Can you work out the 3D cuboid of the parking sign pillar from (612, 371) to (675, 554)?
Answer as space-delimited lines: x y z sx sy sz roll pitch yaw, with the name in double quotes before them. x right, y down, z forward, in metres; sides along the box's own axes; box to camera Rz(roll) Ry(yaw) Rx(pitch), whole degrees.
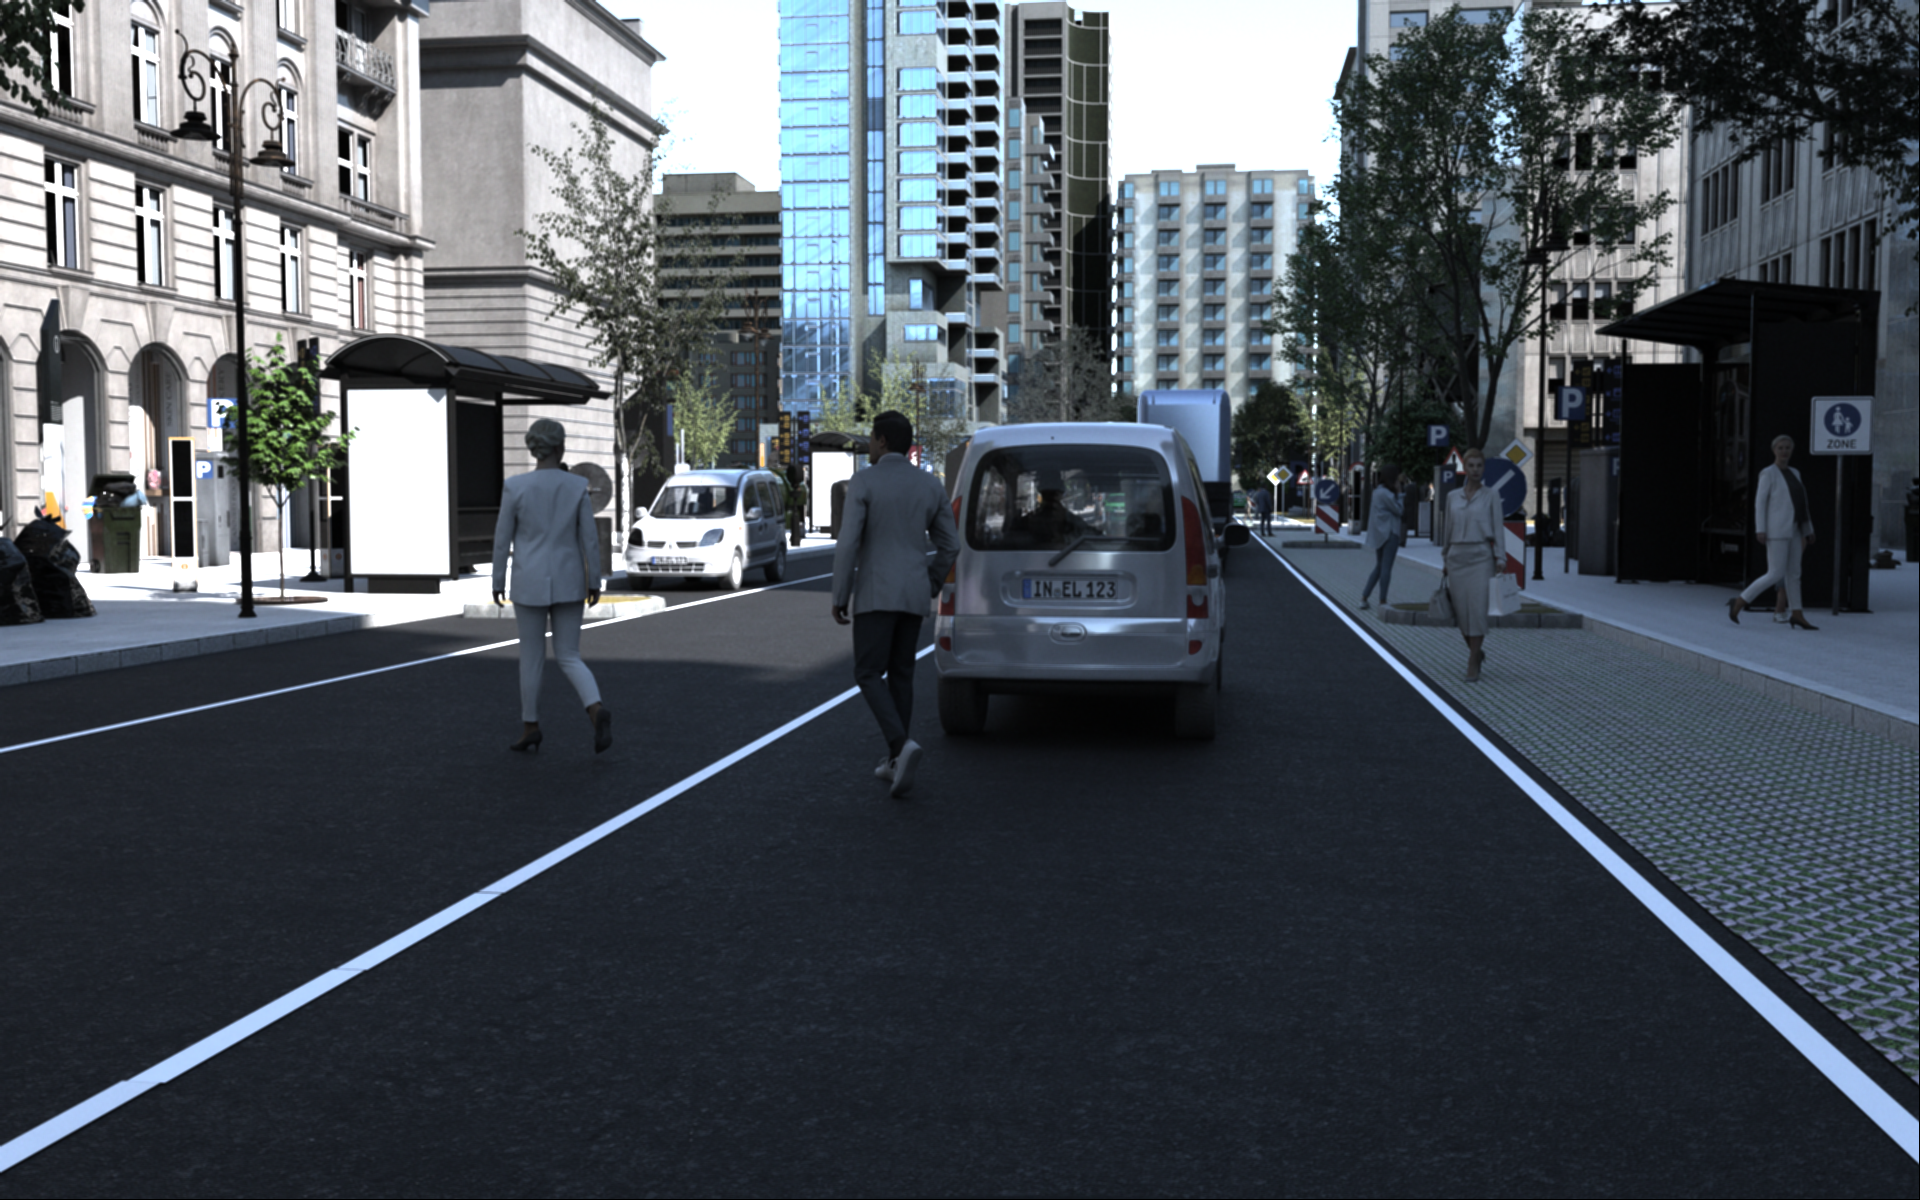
"parking sign pillar" -6.852 -3.008 37.660 1.447 3.967 1.447 2 4 26

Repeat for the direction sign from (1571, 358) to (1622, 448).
"direction sign" 10.740 -2.277 29.220 0.876 3.537 0.379 3 5 42

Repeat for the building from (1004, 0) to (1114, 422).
"building" 11.701 -49.974 255.320 20.611 71.187 20.563 1 4 8

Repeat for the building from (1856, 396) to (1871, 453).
"building" 59.821 -17.569 84.515 25.104 27.353 12.463 1 4 8

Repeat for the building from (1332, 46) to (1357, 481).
"building" 58.138 -37.305 199.178 28.713 52.752 27.495 1 4 8

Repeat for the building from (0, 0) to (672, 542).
"building" -23.116 -13.175 57.211 24.055 21.916 13.314 1 4 8

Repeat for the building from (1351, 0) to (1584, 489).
"building" 49.817 -38.505 171.553 21.231 58.520 28.212 1 4 8

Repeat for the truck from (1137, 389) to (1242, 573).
"truck" 4.819 -3.004 38.881 2.967 4.110 18.799 1 4 9

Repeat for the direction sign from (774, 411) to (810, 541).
"direction sign" -4.526 -3.387 47.381 0.876 3.537 0.379 1 4 12

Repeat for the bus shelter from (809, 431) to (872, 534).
"bus shelter" -3.758 -3.924 58.078 2.014 3.302 5.546 1 4 8

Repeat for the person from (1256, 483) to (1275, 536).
"person" 10.268 -3.031 58.241 0.419 1.800 0.721 -3 4 -38

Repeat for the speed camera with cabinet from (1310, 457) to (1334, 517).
"speed camera with cabinet" 19.820 -6.100 94.067 0.660 3.252 2.038 -1 4 -21

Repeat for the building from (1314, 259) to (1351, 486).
"building" 64.713 -34.397 254.267 23.993 40.220 32.217 1 4 8

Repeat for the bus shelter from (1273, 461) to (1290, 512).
"bus shelter" 23.493 -8.167 124.812 1.731 3.624 6.357 1 4 8

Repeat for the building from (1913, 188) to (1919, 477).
"building" 24.322 -14.962 22.124 11.434 29.767 29.804 1 4 8

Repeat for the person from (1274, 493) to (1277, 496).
"person" 34.047 -10.971 185.050 1.348 1.869 0.705 0 4 1

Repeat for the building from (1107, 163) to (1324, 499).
"building" 37.109 -38.758 253.300 30.456 49.044 23.786 1 4 8

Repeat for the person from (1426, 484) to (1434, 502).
"person" 22.594 -4.727 83.596 0.573 1.790 0.520 -1 4 -9

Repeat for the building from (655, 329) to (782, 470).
"building" -34.515 -22.504 212.973 28.899 21.520 27.650 1 4 8

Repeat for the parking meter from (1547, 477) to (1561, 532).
"parking meter" 20.290 -3.269 59.155 0.399 1.863 0.255 0 4 4

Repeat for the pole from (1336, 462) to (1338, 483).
"pole" 23.646 -7.007 108.404 0.158 3.312 0.155 0 3 0

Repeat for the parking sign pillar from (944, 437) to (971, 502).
"parking sign pillar" -0.061 -5.621 80.375 1.447 3.967 1.447 0 4 -6

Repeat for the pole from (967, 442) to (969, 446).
"pole" 0.352 -4.527 67.856 0.158 3.312 0.155 0 3 0

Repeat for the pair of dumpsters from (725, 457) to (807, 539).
"pair of dumpsters" -5.166 -2.576 44.606 1.574 2.255 4.437 0 4 8

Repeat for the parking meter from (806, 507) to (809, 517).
"parking meter" -8.445 -5.315 95.312 0.372 1.533 0.369 0 3 0

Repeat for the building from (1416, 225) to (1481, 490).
"building" 39.118 -15.211 116.152 16.820 18.784 16.811 1 4 8

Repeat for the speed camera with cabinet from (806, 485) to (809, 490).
"speed camera with cabinet" -11.023 -7.734 120.785 2.038 3.252 0.660 1 4 10

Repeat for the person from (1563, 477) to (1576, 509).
"person" 18.172 -2.767 51.473 0.721 1.800 0.419 -3 4 -37

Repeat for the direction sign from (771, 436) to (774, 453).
"direction sign" -6.987 -4.656 68.120 0.876 3.537 0.379 -1 4 -12

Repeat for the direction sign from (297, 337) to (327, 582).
"direction sign" -9.512 -2.041 25.367 0.379 3.537 0.876 -3 4 -38

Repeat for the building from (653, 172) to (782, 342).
"building" -33.381 -39.086 262.759 21.600 48.544 21.300 1 4 8

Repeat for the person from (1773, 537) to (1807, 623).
"person" 8.253 -0.404 17.336 0.352 1.250 0.332 0 4 7

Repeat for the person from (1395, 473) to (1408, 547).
"person" 10.688 -2.203 42.285 0.699 1.804 1.509 2 4 27

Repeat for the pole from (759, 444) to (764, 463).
"pole" -7.998 -4.655 69.947 0.158 3.312 0.155 0 3 0

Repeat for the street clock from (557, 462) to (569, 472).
"street clock" -9.127 -2.138 39.522 0.358 2.002 0.471 1 4 16

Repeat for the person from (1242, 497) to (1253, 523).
"person" 14.396 -4.516 86.601 0.640 1.303 0.475 -1 4 -21

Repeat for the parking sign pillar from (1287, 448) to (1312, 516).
"parking sign pillar" 19.930 -6.907 101.403 1.447 3.967 1.447 1 4 18

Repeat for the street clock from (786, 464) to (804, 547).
"street clock" -4.014 -2.302 42.207 0.358 2.002 0.471 -3 4 -38

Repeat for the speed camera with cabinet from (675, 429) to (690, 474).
"speed camera with cabinet" -8.991 -3.602 53.222 0.660 3.252 2.038 -2 4 -34

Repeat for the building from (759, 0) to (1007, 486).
"building" -6.245 -52.376 169.012 22.319 86.520 31.000 1 4 8

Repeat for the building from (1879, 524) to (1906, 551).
"building" 28.652 -13.988 46.731 12.078 24.808 19.932 1 4 8

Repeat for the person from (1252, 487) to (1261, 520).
"person" 16.441 -5.324 95.648 0.635 1.810 0.391 -3 5 -43

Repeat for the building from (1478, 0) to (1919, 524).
"building" 37.512 -16.491 87.652 19.932 24.808 12.078 1 4 8

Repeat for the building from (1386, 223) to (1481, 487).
"building" 40.862 -18.022 136.467 13.314 21.916 24.055 1 4 8

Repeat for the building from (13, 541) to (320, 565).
"building" -21.322 -11.754 33.984 13.314 21.916 24.055 1 4 8

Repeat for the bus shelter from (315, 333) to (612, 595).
"bus shelter" -6.848 -1.877 24.621 2.014 3.302 5.546 1 4 8

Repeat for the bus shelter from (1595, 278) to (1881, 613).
"bus shelter" 9.526 -1.866 21.796 1.731 3.624 6.357 1 4 8

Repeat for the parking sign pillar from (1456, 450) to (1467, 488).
"parking sign pillar" 28.880 -6.851 100.491 1.447 3.967 1.447 -3 4 -38

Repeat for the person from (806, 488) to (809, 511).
"person" -6.070 -4.010 71.711 0.694 1.812 0.767 0 4 -7

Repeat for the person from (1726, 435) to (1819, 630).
"person" 7.783 -0.650 16.543 0.818 1.842 0.514 3 5 41

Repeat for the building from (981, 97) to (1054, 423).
"building" -4.242 -36.103 209.894 30.456 49.044 23.786 1 4 8

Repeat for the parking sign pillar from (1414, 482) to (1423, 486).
"parking sign pillar" 26.007 -6.775 99.248 1.447 3.967 1.447 -1 4 -17
